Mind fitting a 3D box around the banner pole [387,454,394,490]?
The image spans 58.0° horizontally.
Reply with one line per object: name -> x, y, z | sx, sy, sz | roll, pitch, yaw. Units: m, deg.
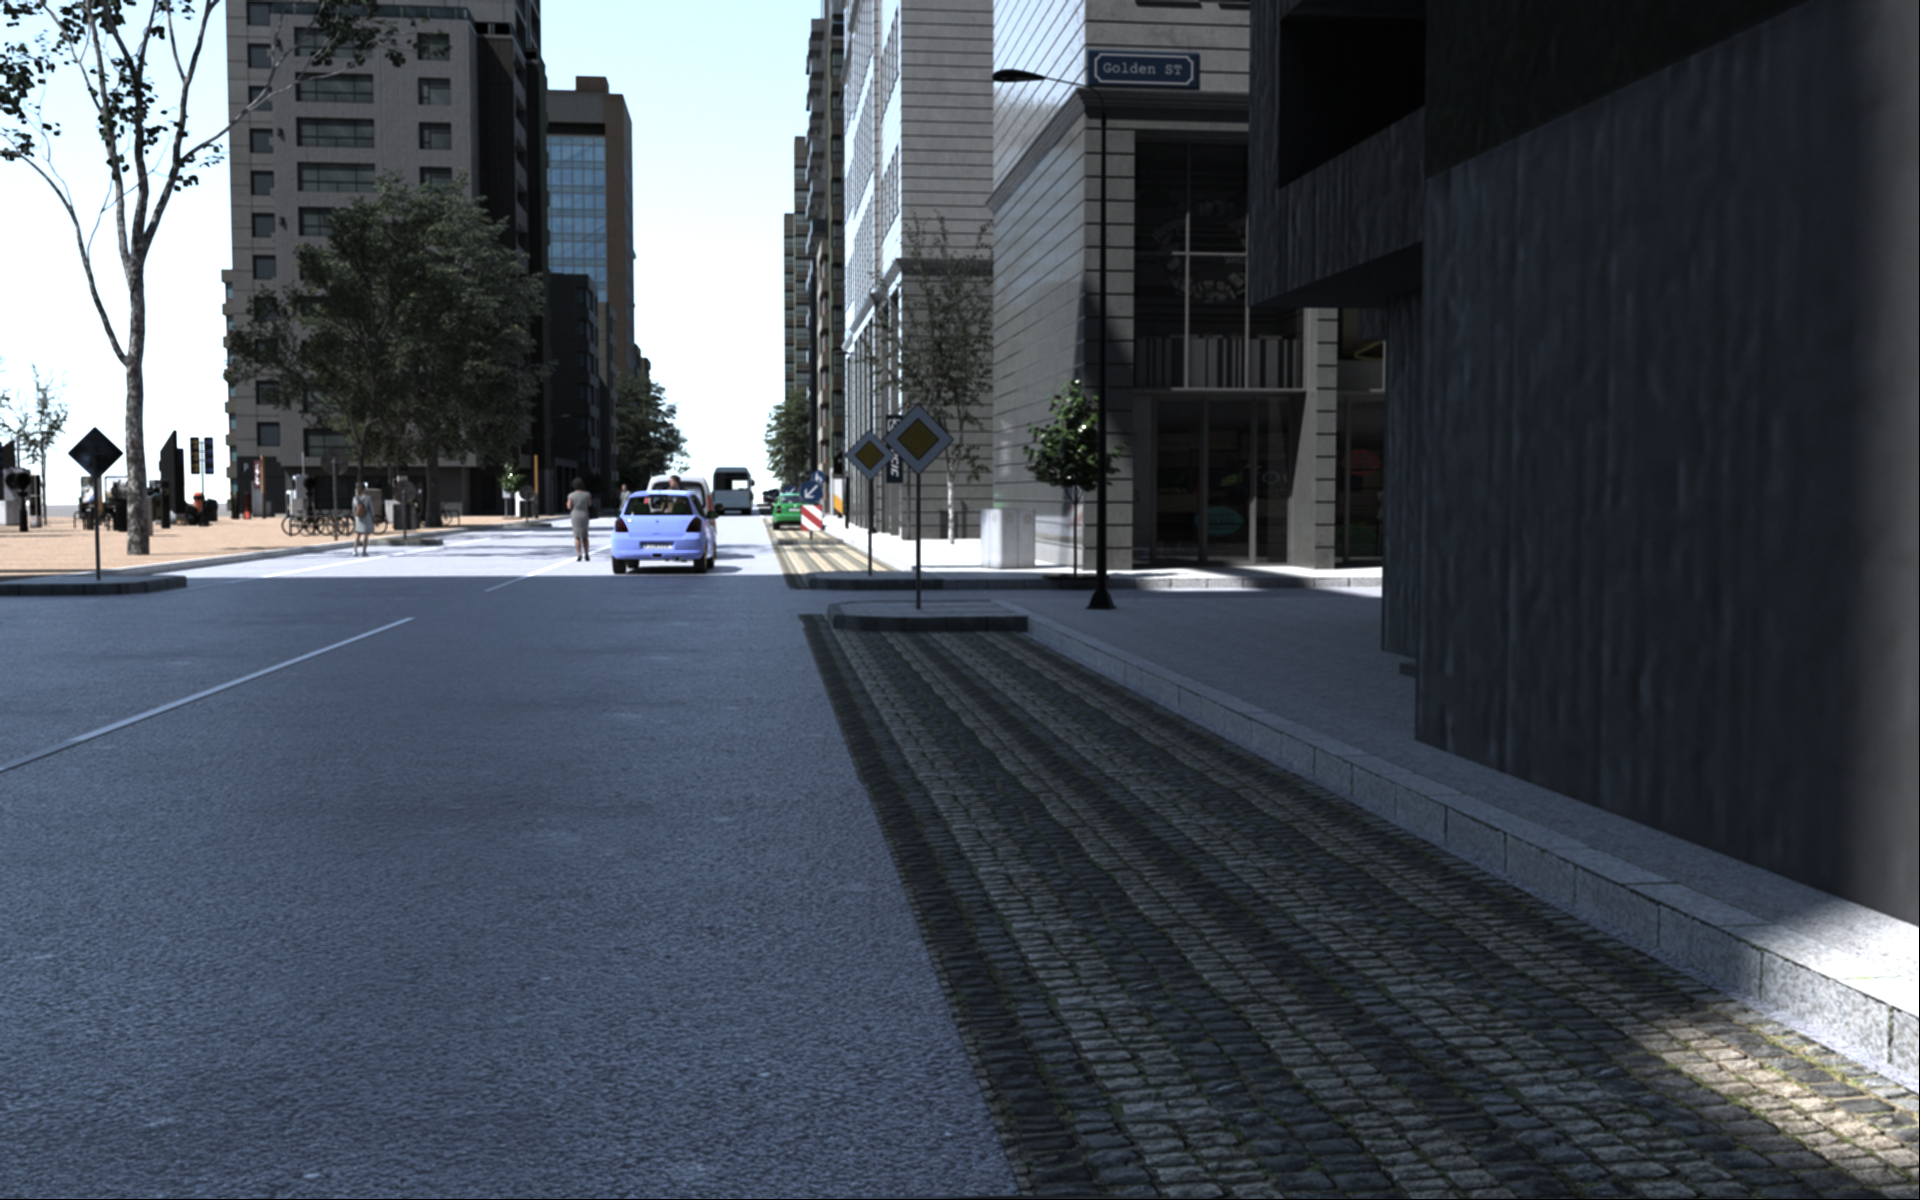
banner pole -> -29.899, -6.176, 90.999 | 0.401, 3.779, 0.863 | 1, 4, 9

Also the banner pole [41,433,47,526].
banner pole -> -37.272, -4.924, 70.531 | 0.401, 3.779, 0.863 | -2, 4, -34

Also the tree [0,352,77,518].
tree -> -49.580, -8.730, 93.093 | 4.360, 8.622, 3.978 | 0, 3, 0

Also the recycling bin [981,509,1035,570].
recycling bin -> 0.824, -1.058, 29.859 | 0.722, 1.027, 0.722 | -2, 4, -28

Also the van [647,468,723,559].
van -> -6.411, -1.988, 39.522 | 2.013, 2.044, 4.112 | -1, 4, -9

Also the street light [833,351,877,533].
street light -> -3.406, -5.129, 56.396 | 1.470, 5.913, 1.316 | 0, 4, -7

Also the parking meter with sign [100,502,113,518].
parking meter with sign -> -45.389, -5.919, 93.030 | 1.738, 3.016, 0.543 | -3, 4, -38

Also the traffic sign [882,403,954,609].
traffic sign -> -0.467, -0.955, 19.263 | 0.795, 2.450, 0.064 | 0, 4, -7

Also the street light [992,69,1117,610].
street light -> 1.046, -2.852, 19.177 | 1.470, 5.913, 1.316 | 0, 4, -7

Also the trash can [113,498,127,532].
trash can -> -28.411, -2.893, 58.959 | 0.748, 1.137, 0.748 | 0, 3, 0

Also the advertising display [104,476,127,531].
advertising display -> -29.455, -3.387, 60.597 | 0.974, 1.923, 0.123 | 1, 4, 12

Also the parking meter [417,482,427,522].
parking meter -> -25.093, -4.590, 80.756 | 0.399, 1.863, 0.255 | 2, 4, 24

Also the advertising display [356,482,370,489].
advertising display -> -31.328, -5.241, 90.897 | 0.974, 1.923, 0.123 | 2, 4, 33

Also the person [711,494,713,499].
person -> -26.495, -10.607, 185.163 | 0.421, 1.427, 0.697 | 0, 4, -7

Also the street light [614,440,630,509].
street light -> -28.873, -10.715, 147.736 | 1.470, 5.913, 1.316 | 0, 4, -7

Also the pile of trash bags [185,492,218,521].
pile of trash bags -> -35.678, -4.351, 80.888 | 1.912, 1.369, 3.447 | -2, 4, -29

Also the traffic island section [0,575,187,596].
traffic island section -> -12.905, -0.221, 25.902 | 2.009, 0.180, 2.903 | 0, 4, -7

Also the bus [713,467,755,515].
bus -> -16.141, -7.863, 123.423 | 2.948, 3.499, 13.247 | 0, 4, -6

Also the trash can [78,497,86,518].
trash can -> -44.568, -4.687, 88.282 | 0.748, 1.137, 0.748 | 0, 3, 0

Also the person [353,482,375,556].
person -> -13.761, -1.859, 39.900 | 0.512, 1.701, 0.522 | 0, 4, -7

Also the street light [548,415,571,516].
street light -> -23.532, -7.902, 101.739 | 1.470, 5.913, 1.316 | 0, 4, -7

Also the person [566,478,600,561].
person -> -8.084, -1.728, 37.109 | 0.716, 1.782, 0.532 | -2, 4, -28

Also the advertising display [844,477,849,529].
advertising display -> -4.223, -3.630, 64.557 | 0.123, 1.923, 0.974 | 0, 4, -8

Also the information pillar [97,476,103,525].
information pillar -> -35.778, -4.925, 71.881 | 0.183, 3.616, 0.504 | 0, 4, 1

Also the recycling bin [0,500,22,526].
recycling bin -> -38.342, -3.511, 69.953 | 0.722, 1.027, 0.722 | 3, 4, 37

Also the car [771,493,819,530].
car -> -6.677, -3.750, 70.114 | 1.959, 1.807, 4.718 | 0, 4, -6

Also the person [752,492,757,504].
person -> -28.964, -14.227, 241.825 | 1.217, 1.735, 0.721 | 1, 4, 10

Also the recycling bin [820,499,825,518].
recycling bin -> -7.763, -5.027, 94.742 | 0.722, 1.027, 0.722 | 0, 4, -6

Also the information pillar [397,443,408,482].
information pillar -> -25.323, -5.338, 78.632 | 0.183, 3.616, 0.504 | 3, 5, 42

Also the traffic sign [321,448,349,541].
traffic sign -> -17.222, -2.913, 47.732 | 0.768, 2.556, 0.104 | 0, 4, -2

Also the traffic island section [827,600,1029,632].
traffic island section -> -0.445, 0.180, 19.342 | 2.009, 0.180, 2.903 | 0, 4, -7

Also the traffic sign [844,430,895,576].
traffic sign -> -1.417, -1.440, 27.191 | 0.795, 2.450, 0.064 | 0, 4, -7

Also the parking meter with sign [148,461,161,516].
parking meter with sign -> -42.332, -5.806, 91.192 | 1.738, 3.016, 0.543 | 2, 4, 35

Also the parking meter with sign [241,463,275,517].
parking meter with sign -> -39.001, -6.122, 96.358 | 1.738, 3.016, 0.543 | 1, 4, 12

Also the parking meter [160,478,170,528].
parking meter -> -29.690, -3.607, 64.691 | 0.255, 1.863, 0.399 | -2, 4, -35

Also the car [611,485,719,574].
car -> -5.519, -1.399, 32.463 | 1.945, 1.707, 3.694 | 0, 4, -5

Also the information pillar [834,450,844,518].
information pillar -> -6.503, -6.203, 92.776 | 0.504, 3.616, 0.183 | 0, 4, 6

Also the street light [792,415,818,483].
street light -> -8.962, -7.914, 101.936 | 1.470, 5.913, 1.316 | 0, 4, -7

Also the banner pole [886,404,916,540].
banner pole -> -1.657, -3.556, 48.150 | 0.863, 3.779, 0.401 | 0, 4, -2

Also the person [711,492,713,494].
person -> -34.343, -14.158, 240.518 | 0.617, 1.759, 0.750 | 2, 4, 35

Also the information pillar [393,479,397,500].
information pillar -> -27.137, -4.831, 83.486 | 0.304, 2.012, 0.304 | -1, 4, -10

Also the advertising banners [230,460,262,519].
advertising banners -> -36.400, -5.635, 88.320 | 2.074, 3.025, 0.090 | 1, 4, 20

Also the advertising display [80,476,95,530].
advertising display -> -31.128, -3.468, 61.923 | 0.974, 1.923, 0.123 | 3, 4, 37

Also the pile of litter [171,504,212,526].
pile of litter -> -31.602, -3.491, 71.043 | 1.719, 0.858, 1.176 | -2, 4, -24

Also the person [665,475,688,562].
person -> -6.071, -1.734, 36.768 | 0.656, 1.842, 0.836 | -2, 4, -30

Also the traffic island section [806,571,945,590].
traffic island section -> -1.395, -0.305, 27.271 | 2.009, 0.180, 2.903 | 0, 4, -7

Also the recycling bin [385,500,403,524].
recycling bin -> -24.449, -3.824, 75.068 | 0.722, 1.027, 0.722 | 0, 4, 0

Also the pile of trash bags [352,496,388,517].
pile of trash bags -> -32.905, -5.305, 96.483 | 1.912, 1.369, 3.447 | -3, 4, -36

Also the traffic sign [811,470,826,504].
traffic sign -> -7.558, -5.663, 92.694 | 0.768, 2.556, 0.104 | 0, 4, 1

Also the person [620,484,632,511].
person -> -12.564, -3.448, 64.969 | 0.635, 1.810, 0.391 | 2, 4, 34

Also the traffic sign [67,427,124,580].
traffic sign -> -12.882, -1.358, 25.843 | 0.795, 2.450, 0.064 | 0, 4, -7

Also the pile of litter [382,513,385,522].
pile of litter -> -26.737, -3.937, 78.338 | 1.176, 0.858, 1.719 | 2, 4, 32

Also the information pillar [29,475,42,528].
information pillar -> -35.438, -3.784, 66.359 | 0.304, 2.012, 0.304 | 0, 4, 6

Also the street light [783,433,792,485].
street light -> -12.427, -9.707, 131.257 | 1.470, 5.913, 1.316 | 0, 4, -7
